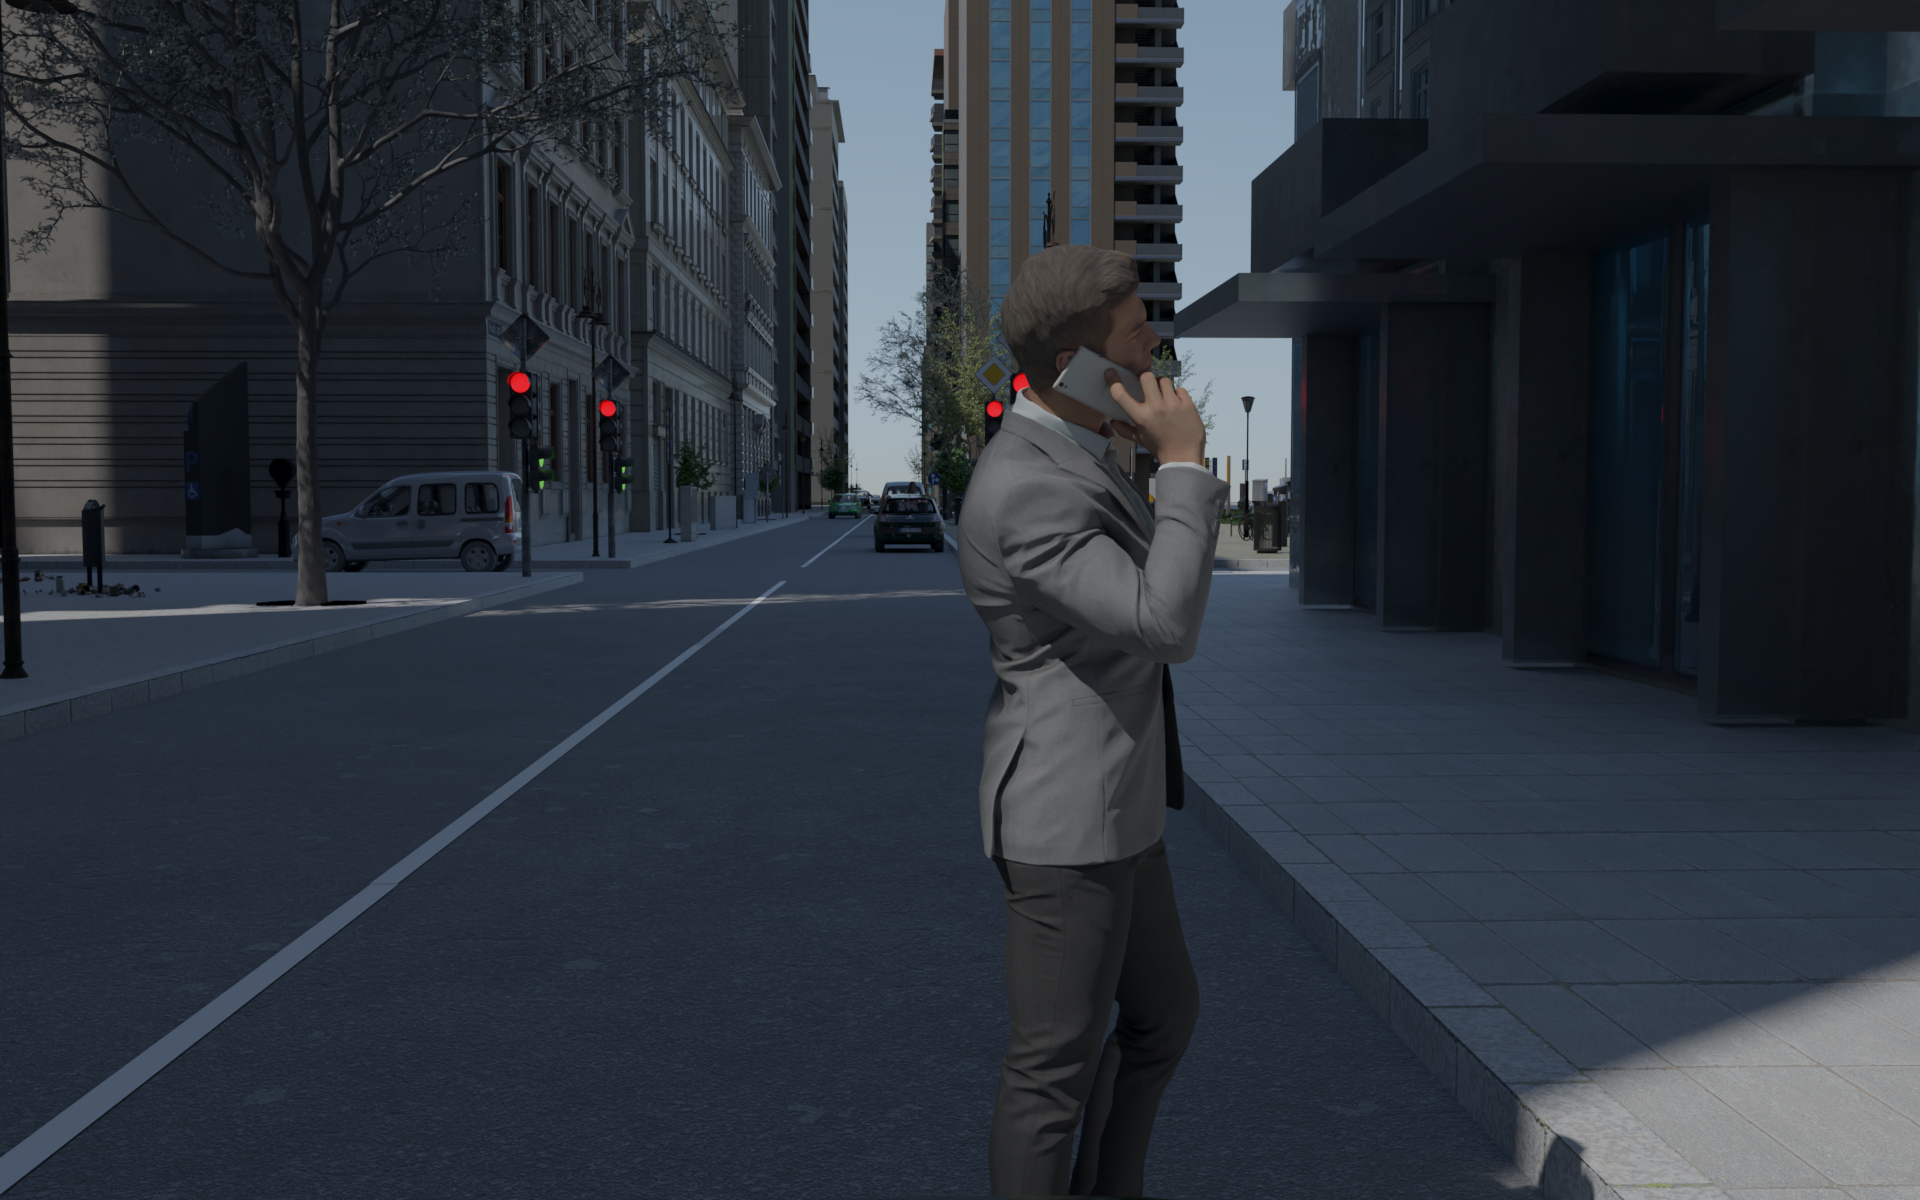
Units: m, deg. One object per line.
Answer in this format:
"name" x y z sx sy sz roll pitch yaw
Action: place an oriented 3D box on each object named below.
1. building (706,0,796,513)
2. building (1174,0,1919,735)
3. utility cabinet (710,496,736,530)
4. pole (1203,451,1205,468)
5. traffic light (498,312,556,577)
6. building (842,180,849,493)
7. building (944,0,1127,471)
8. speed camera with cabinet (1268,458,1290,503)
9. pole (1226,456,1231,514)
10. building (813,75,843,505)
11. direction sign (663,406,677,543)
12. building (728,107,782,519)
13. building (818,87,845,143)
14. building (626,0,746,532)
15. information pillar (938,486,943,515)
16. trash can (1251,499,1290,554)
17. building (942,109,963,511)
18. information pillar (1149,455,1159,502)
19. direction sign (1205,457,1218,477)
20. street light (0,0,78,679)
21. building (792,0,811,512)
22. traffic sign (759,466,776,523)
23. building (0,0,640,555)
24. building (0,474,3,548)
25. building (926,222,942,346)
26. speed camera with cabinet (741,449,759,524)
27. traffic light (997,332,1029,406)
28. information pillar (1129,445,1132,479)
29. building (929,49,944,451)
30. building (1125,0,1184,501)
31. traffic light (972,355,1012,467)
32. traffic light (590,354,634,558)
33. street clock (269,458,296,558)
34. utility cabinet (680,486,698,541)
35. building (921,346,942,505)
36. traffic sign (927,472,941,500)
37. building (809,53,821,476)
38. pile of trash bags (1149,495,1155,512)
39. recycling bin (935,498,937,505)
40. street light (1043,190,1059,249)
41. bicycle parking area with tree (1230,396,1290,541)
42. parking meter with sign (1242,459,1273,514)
"building" -18.591 -26.457 116.167 14.154 41.232 14.086 0 4 -2
"building" 14.562 -23.892 10.251 23.786 49.044 30.456 0 4 -2
"utility cabinet" -8.465 -3.100 61.850 0.306 1.237 1.020 3 5 40
"pole" 9.371 -4.469 66.917 0.158 3.312 0.155 0 3 0
"traffic light" -6.711 -2.316 26.784 0.839 4.253 0.868 0 4 -2
"building" -27.333 -38.499 253.155 21.300 48.544 21.600 0 4 -2
"building" 5.719 -30.436 147.746 14.600 45.320 14.200 0 4 -2
"speed camera with cabinet" 17.323 -6.163 95.097 2.038 3.252 0.660 -1 4 -14
"pole" 14.230 -5.990 91.776 0.158 3.312 0.155 0 3 0
"building" -25.284 -35.504 204.193 21.300 48.544 21.600 0 4 -2
"direction sign" -7.585 -3.255 45.210 0.379 3.537 0.876 0 4 0
"building" -16.072 -16.361 96.380 11.050 23.489 19.941 0 4 -2
"building" -29.780 -39.094 228.424 28.713 52.752 27.495 0 4 -2
"building" -18.148 -14.561 71.355 16.112 22.955 30.059 0 4 -2
"information pillar" -1.182 -6.375 108.722 0.304 2.012 0.304 -1 4 -12
"trash can" 6.658 -1.579 37.472 0.748 1.137 0.748 0 3 0
"building" 5.586 -22.135 133.610 14.160 30.474 14.107 0 4 -2
"information pillar" 10.259 -6.123 91.473 0.504 3.616 0.183 -1 4 -12
"direction sign" 15.492 -7.035 107.016 0.876 3.537 0.379 -1 4 -18
"street light" -6.610 -2.394 11.923 0.468 5.910 1.993 0 4 -2
"building" -22.818 -31.203 133.873 21.300 48.544 21.600 0 4 -2
"traffic sign" -8.618 -4.731 77.451 0.768 2.556 0.104 0 4 -1
"building" -15.397 -12.828 45.889 11.583 22.565 21.152 0 4 -2
"building" -30.632 -12.870 40.098 15.834 23.373 12.332 0 4 -2
"building" 1.845 -35.389 262.201 14.154 41.232 14.086 0 4 -2
"speed camera with cabinet" -9.225 -4.987 75.873 0.660 3.252 2.038 -1 4 -12
"traffic light" 0.945 -2.333 27.067 0.839 4.253 0.868 0 4 -2
"information pillar" 8.188 -5.611 83.098 0.183 3.616 0.504 1 4 9
"building" 8.171 -31.552 170.502 22.147 44.769 28.867 0 4 -2
"building" 7.063 -28.649 118.523 14.600 45.320 14.200 0 4 -2
"traffic light" 0.665 -2.821 35.047 0.839 4.253 0.868 0 4 -2
"traffic light" -6.991 -2.804 34.764 0.839 4.253 0.868 0 4 -2
"street clock" -13.685 -1.863 35.026 0.471 2.002 0.358 0 4 1
"utility cabinet" -7.376 -2.356 47.200 0.318 1.500 1.173 0 4 -1
"building" 9.135 -22.788 217.630 27.650 21.520 28.899 0 4 -2
"traffic sign" -1.503 -6.135 100.412 0.768 2.556 0.104 0 3 0
"building" -25.091 -33.038 159.774 23.786 49.044 30.456 0 4 -2
"pile of trash bags" 6.560 -3.283 63.430 1.912 1.369 3.447 1 4 8
"recycling bin" -1.834 -5.914 109.255 0.722 1.027 0.722 0 4 -2
"street light" 1.364 -3.298 26.717 0.468 5.910 1.993 0 4 -2
"bicycle parking area with tree" 10.856 -3.841 49.811 8.231 4.147 9.016 3 5 40
"parking meter with sign" 14.971 -5.516 86.448 1.738 3.016 0.543 3 4 39
